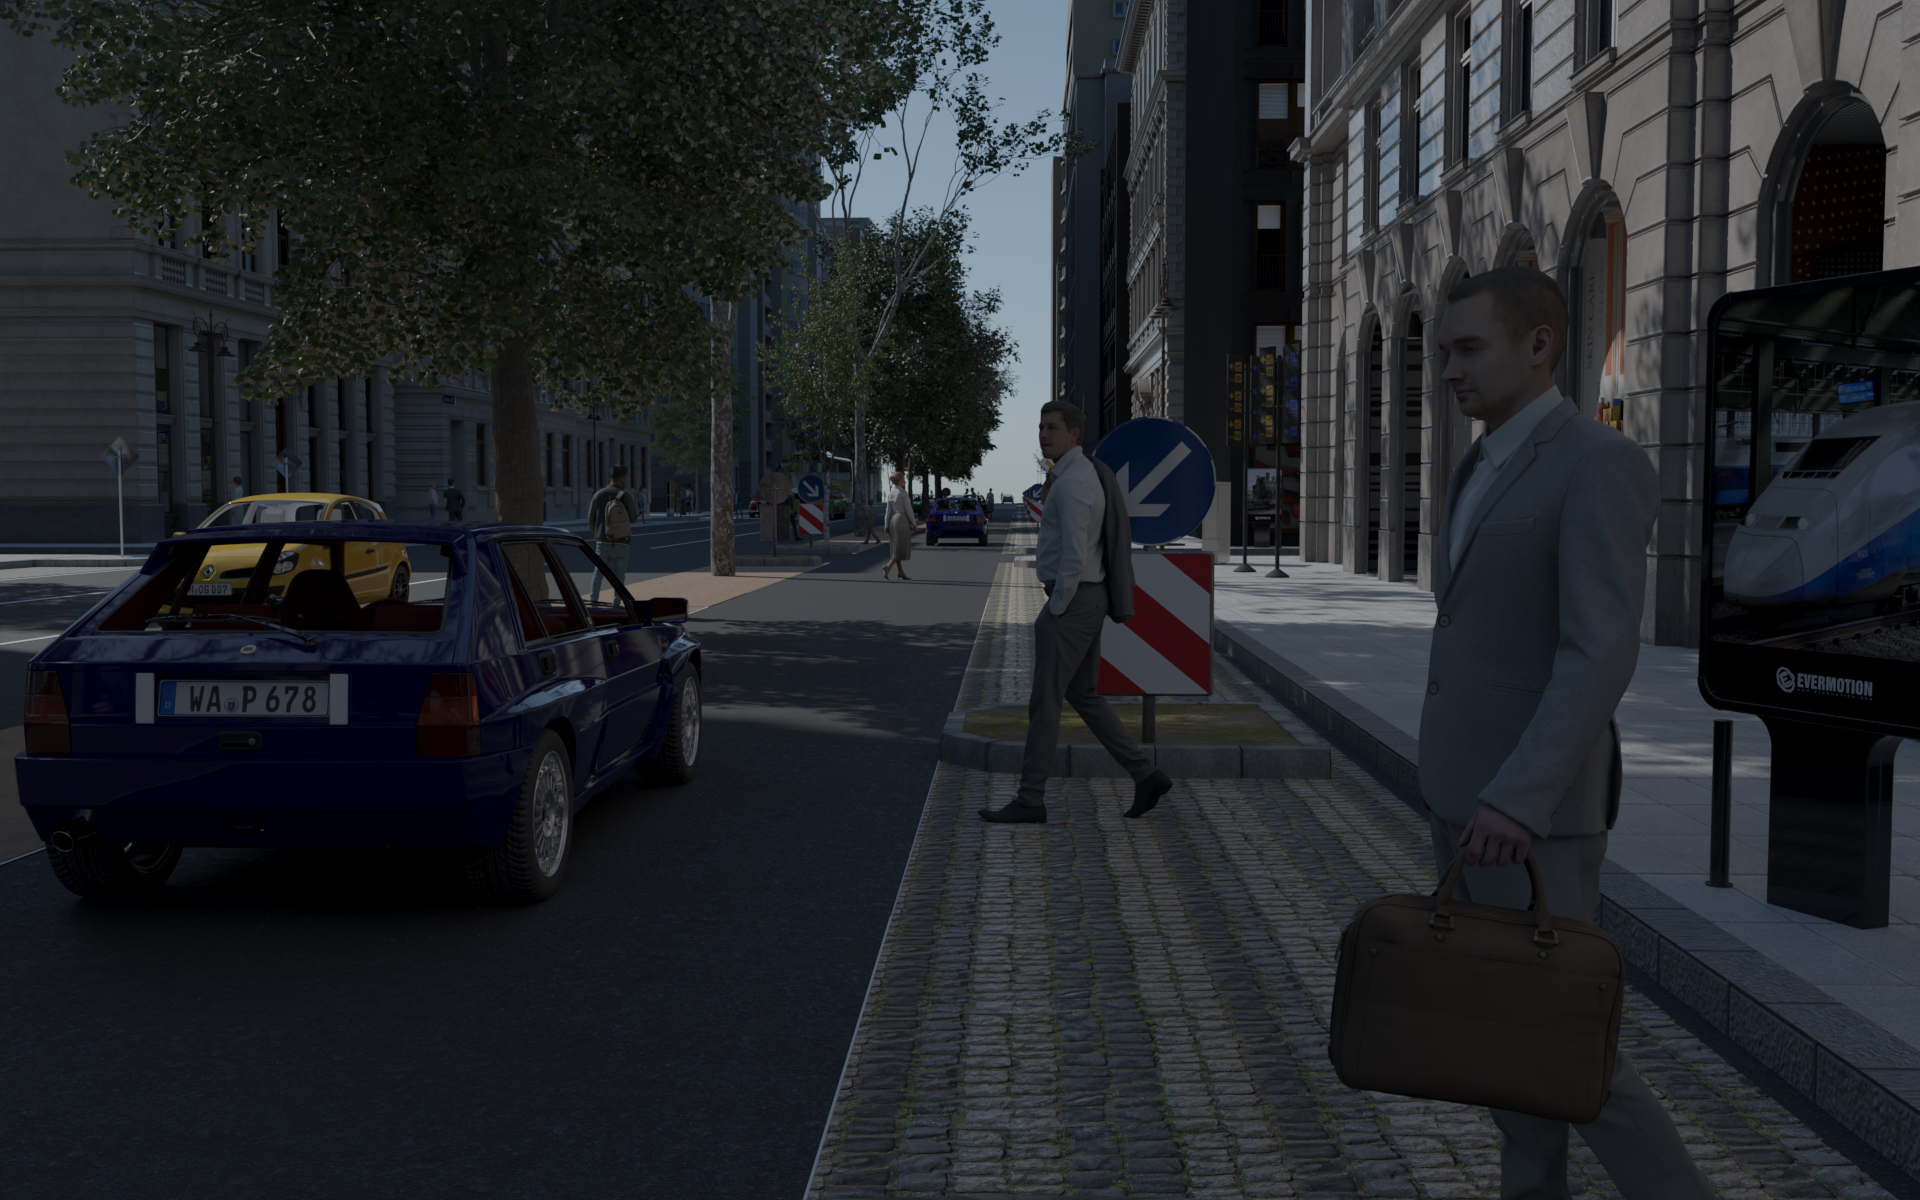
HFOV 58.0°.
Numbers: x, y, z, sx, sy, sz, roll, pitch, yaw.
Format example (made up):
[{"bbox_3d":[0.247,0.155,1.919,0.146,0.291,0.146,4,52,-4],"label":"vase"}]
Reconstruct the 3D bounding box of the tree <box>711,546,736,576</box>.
[{"bbox_3d":[-2.941,-10.417,28.662,12.611,20.169,13.585,0,3,0],"label":"tree"}]

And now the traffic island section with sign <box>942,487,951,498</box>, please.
[{"bbox_3d":[-0.971,-6.686,117.458,2.006,1.907,1.989,0,4,2],"label":"traffic island section with sign"}]

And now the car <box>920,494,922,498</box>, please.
[{"bbox_3d":[-4.295,-11.919,204.472,1.945,1.707,3.694,0,4,3],"label":"car"}]

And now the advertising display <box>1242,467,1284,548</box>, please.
[{"bbox_3d":[7.218,-2.209,41.329,0.974,1.923,0.123,1,4,15],"label":"advertising display"}]

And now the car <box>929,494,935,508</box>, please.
[{"bbox_3d":[-2.542,-9.184,162.167,2.014,1.417,4.499,0,4,0],"label":"car"}]

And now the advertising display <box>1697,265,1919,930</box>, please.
[{"bbox_3d":[2.639,0.000,5.221,0.123,1.923,0.974,-1,4,-21],"label":"advertising display"}]

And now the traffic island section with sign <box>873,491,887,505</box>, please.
[{"bbox_3d":[-10.454,-13.260,225.422,1.989,1.847,2.006,0,4,2],"label":"traffic island section with sign"}]

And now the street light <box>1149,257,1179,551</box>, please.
[{"bbox_3d":[3.982,-3.742,33.975,0.468,5.910,1.993,0,4,2],"label":"street light"}]

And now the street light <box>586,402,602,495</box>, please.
[{"bbox_3d":[-17.327,-6.690,82.172,0.468,5.910,1.993,0,4,2],"label":"street light"}]

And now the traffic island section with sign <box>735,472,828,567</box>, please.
[{"bbox_3d":[-3.826,-1.641,34.961,2.006,1.907,1.989,0,4,2],"label":"traffic island section with sign"}]

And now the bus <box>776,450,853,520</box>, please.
[{"bbox_3d":[-8.106,-6.571,98.981,2.896,3.916,12.252,0,4,3],"label":"bus"}]

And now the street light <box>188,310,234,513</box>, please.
[{"bbox_3d":[-18.787,-4.330,43.591,0.468,5.910,1.993,0,4,2],"label":"street light"}]

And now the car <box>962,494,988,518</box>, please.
[{"bbox_3d":[0.828,-5.889,106.077,2.009,1.686,4.222,0,4,2],"label":"car"}]

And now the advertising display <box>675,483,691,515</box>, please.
[{"bbox_3d":[-16.761,-6.094,104.853,0.974,1.923,0.123,-3,4,-36],"label":"advertising display"}]

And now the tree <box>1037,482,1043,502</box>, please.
[{"bbox_3d":[12.474,-16.835,269.857,1.663,3.219,1.824,0,3,0],"label":"tree"}]

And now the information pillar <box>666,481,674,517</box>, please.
[{"bbox_3d":[-16.386,-5.714,97.921,0.304,2.012,0.304,2,4,34],"label":"information pillar"}]

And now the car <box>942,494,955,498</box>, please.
[{"bbox_3d":[-1.248,-10.049,176.307,2.014,1.417,4.499,0,4,3],"label":"car"}]

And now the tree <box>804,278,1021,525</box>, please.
[{"bbox_3d":[-2.347,-10.299,81.219,12.009,13.543,11.850,0,3,0],"label":"tree"}]

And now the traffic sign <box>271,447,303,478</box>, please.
[{"bbox_3d":[-16.744,-2.502,43.096,0.795,2.593,0.064,0,4,2],"label":"traffic sign"}]

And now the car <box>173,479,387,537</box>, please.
[{"bbox_3d":[-7.647,-0.576,19.640,2.015,1.641,3.980,0,4,2],"label":"car"}]

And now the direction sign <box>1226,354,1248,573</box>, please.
[{"bbox_3d":[4.685,-2.225,28.381,0.876,3.537,0.379,-3,4,-36],"label":"direction sign"}]

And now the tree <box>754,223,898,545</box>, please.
[{"bbox_3d":[-3.640,-5.751,46.844,4.737,8.622,4.395,0,3,0],"label":"tree"}]

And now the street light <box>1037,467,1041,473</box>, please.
[{"bbox_3d":[12.405,-18.528,275.724,0.468,5.910,1.993,0,4,2],"label":"street light"}]

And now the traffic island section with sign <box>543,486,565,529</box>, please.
[{"bbox_3d":[-15.999,-3.463,65.252,1.989,1.847,2.006,0,4,2],"label":"traffic island section with sign"}]

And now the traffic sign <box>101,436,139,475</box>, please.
[{"bbox_3d":[-17.020,-2.014,35.115,0.795,2.593,0.064,0,4,2],"label":"traffic sign"}]

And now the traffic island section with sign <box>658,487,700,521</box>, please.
[{"bbox_3d":[-15.052,-5.160,92.994,1.989,1.847,2.006,0,4,2],"label":"traffic island section with sign"}]

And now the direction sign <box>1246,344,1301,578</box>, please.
[{"bbox_3d":[4.876,-2.112,26.525,0.379,3.537,0.876,-2,4,-32],"label":"direction sign"}]

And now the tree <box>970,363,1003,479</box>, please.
[{"bbox_3d":[-1.369,-12.455,112.744,9.857,13.997,8.962,0,3,0],"label":"tree"}]

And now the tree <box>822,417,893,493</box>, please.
[{"bbox_3d":[-14.180,-16.450,194.717,9.928,11.665,9.643,0,3,0],"label":"tree"}]

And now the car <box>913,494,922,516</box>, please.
[{"bbox_3d":[-3.312,-6.477,114.701,1.959,1.807,4.718,0,4,2],"label":"car"}]

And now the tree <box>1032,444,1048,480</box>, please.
[{"bbox_3d":[10.769,-15.329,200.994,4.737,8.622,4.395,0,3,0],"label":"tree"}]

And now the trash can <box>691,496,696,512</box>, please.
[{"bbox_3d":[-18.059,-6.515,118.180,0.748,1.137,0.748,0,3,0],"label":"trash can"}]

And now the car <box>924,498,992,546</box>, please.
[{"bbox_3d":[-0.063,-2.244,49.278,1.945,1.354,3.894,0,4,1],"label":"car"}]

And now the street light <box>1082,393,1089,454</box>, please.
[{"bbox_3d":[5.638,-6.498,79.031,0.468,5.910,1.993,0,4,2],"label":"street light"}]

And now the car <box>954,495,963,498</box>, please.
[{"bbox_3d":[-0.333,-13.612,234.922,2.083,1.381,4.827,0,4,1],"label":"car"}]

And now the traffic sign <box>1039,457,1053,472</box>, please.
[{"bbox_3d":[2.338,-2.460,42.417,0.795,2.593,0.064,0,4,2],"label":"traffic sign"}]

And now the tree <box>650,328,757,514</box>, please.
[{"bbox_3d":[-17.215,-11.968,113.804,7.486,12.596,7.792,0,3,0],"label":"tree"}]

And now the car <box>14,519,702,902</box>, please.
[{"bbox_3d":[-2.233,0.313,7.455,1.945,1.354,3.894,0,4,2],"label":"car"}]

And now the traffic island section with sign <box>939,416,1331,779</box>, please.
[{"bbox_3d":[0.897,-0.061,9.622,1.989,1.847,2.006,0,4,2],"label":"traffic island section with sign"}]

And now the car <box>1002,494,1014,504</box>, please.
[{"bbox_3d":[7.135,-15.025,257.657,2.014,1.417,4.499,0,4,3],"label":"car"}]

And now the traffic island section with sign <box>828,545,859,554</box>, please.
[{"bbox_3d":[-3.560,-2.093,42.364,2.006,1.907,1.989,0,4,2],"label":"traffic island section with sign"}]

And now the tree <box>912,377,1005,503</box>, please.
[{"bbox_3d":[-1.225,-11.194,103.599,7.486,12.596,7.792,0,3,0],"label":"tree"}]

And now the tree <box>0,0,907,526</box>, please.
[{"bbox_3d":[-4.557,-6.635,17.587,9.857,13.997,8.962,0,3,0],"label":"tree"}]

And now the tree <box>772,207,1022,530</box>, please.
[{"bbox_3d":[-2.354,-9.112,68.444,9.611,12.733,9.660,0,3,0],"label":"tree"}]

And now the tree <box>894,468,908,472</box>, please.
[{"bbox_3d":[-11.004,-21.428,276.094,9.928,11.665,9.643,0,3,0],"label":"tree"}]

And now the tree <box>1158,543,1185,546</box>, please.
[{"bbox_3d":[4.965,-2.968,43.129,1.663,3.219,1.824,0,3,0],"label":"tree"}]

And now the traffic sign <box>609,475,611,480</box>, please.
[{"bbox_3d":[-16.983,-5.238,85.750,0.768,2.556,0.104,0,4,5],"label":"traffic sign"}]

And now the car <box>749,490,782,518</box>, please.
[{"bbox_3d":[-11.603,-5.955,106.043,2.281,1.827,5.304,0,4,3],"label":"car"}]
